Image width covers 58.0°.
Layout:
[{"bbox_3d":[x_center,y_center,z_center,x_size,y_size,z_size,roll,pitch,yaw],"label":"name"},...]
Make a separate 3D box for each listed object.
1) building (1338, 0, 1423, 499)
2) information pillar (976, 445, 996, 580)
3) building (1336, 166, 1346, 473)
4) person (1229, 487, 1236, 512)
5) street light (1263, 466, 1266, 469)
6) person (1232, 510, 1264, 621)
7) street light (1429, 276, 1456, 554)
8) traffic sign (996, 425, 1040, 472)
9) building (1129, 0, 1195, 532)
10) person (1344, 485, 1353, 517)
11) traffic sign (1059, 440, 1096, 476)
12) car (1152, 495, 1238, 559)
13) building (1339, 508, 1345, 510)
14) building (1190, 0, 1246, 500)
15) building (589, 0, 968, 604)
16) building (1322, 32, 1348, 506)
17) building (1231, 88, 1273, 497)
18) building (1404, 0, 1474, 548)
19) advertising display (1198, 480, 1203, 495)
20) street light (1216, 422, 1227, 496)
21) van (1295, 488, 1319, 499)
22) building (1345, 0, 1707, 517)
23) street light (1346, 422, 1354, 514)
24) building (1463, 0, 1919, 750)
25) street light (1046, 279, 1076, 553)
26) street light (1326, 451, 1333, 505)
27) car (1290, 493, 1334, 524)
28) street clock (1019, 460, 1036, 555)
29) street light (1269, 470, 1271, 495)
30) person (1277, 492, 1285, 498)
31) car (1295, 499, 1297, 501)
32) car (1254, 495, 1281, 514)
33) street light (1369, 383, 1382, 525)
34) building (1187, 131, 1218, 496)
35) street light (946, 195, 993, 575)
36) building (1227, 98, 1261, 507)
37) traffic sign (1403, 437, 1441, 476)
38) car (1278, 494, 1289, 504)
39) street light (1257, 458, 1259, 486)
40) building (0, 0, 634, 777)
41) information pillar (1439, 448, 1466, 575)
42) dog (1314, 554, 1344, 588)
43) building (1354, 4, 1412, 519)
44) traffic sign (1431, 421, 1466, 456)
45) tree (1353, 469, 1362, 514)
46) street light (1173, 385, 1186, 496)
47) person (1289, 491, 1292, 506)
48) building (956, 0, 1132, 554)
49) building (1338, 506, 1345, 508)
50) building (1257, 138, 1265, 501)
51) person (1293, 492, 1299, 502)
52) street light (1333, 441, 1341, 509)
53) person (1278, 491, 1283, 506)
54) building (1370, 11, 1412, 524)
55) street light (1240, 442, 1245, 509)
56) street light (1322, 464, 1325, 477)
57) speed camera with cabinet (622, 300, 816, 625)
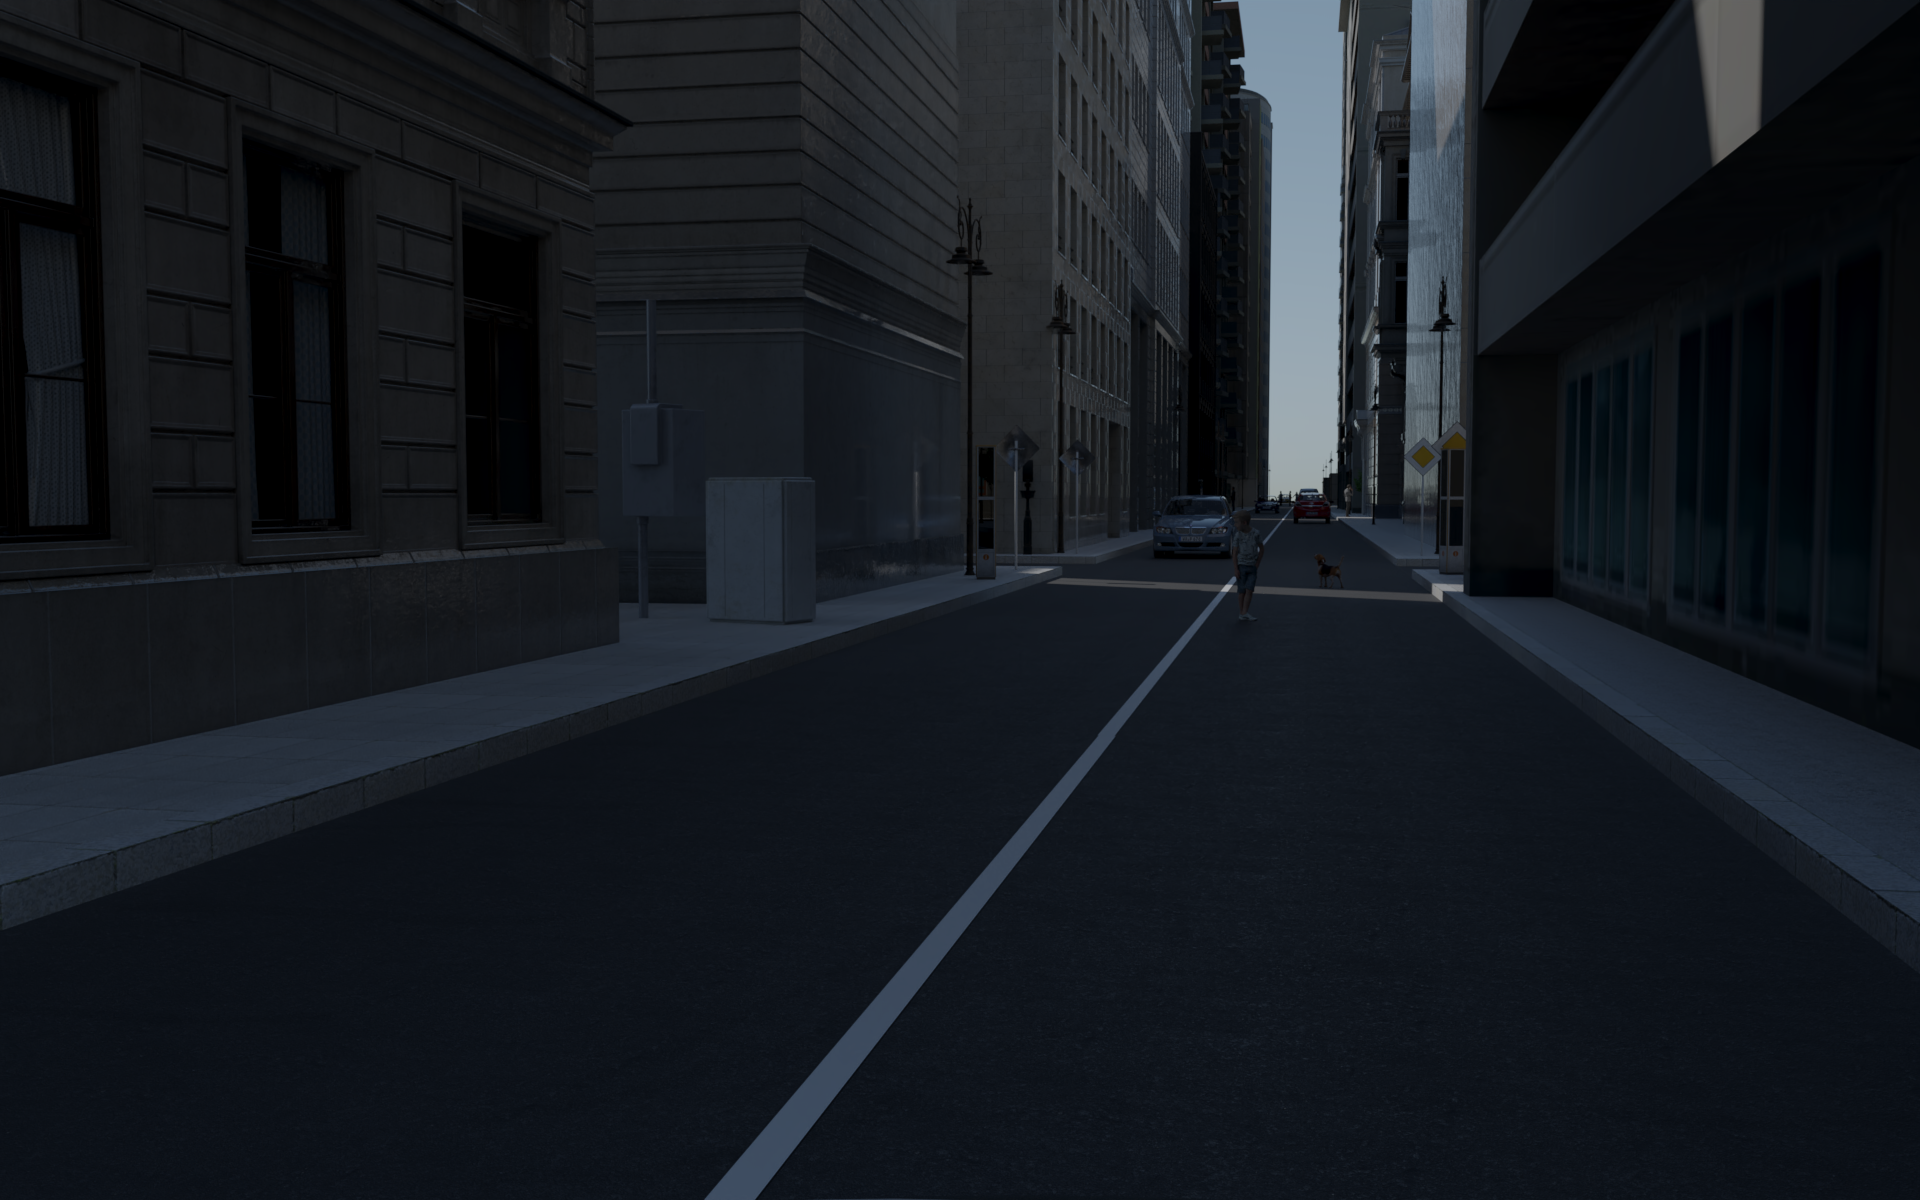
[{"bbox_3d":[51.077,-35.331,166.895,28.713,52.752,27.495,1,4,11],"label":"building"},{"bbox_3d":[0.389,-1.318,26.048,0.304,2.012,0.304,0,4,-1],"label":"information pillar"},{"bbox_3d":[61.072,-37.151,227.030,23.786,49.044,30.456,1,4,11],"label":"building"},{"bbox_3d":[19.585,-7.232,124.313,0.705,1.821,1.348,1,4,21],"label":"person"},{"bbox_3d":[40.471,-15.768,230.586,0.468,5.910,1.993,1,4,11],"label":"street light"},{"bbox_3d":[3.266,-0.396,19.661,0.332,1.250,0.352,3,5,45],"label":"person"},{"bbox_3d":[10.235,-3.920,36.875,0.468,5.910,1.993,1,4,11],"label":"street light"},{"bbox_3d":[0.935,-1.654,29.238,0.795,2.593,0.064,1,4,11],"label":"traffic sign"},{"bbox_3d":[2.800,-17.840,69.178,11.434,29.767,29.804,1,4,11],"label":"building"},{"bbox_3d":[21.654,-5.521,96.493,0.473,1.802,0.592,0,4,7],"label":"person"},{"bbox_3d":[2.490,-2.133,37.071,0.795,2.593,0.064,1,4,11],"label":"traffic sign"},{"bbox_3d":[5.500,-1.720,40.132,2.014,1.417,4.499,1,4,12],"label":"car"},{"bbox_3d":[42.253,-43.081,142.623,20.563,71.187,20.611,1,4,11],"label":"building"},{"bbox_3d":[14.001,-30.606,155.038,22.147,44.769,28.867,1,4,11],"label":"building"},{"bbox_3d":[-9.593,-10.794,25.634,18.267,20.994,9.793,1,4,11],"label":"building"},{"bbox_3d":[63.748,-49.794,252.387,20.563,71.187,20.611,1,4,11],"label":"building"},{"bbox_3d":[33.876,-43.294,249.855,21.231,58.520,28.212,1,4,11],"label":"building"},{"bbox_3d":[28.735,-14.452,40.812,34.151,26.468,19.350,1,4,11],"label":"building"},{"bbox_3d":[10.950,-4.510,78.946,0.123,1.923,0.974,1,4,14],"label":"advertising display"},{"bbox_3d":[17.060,-8.540,112.416,0.468,5.910,1.993,1,4,11],"label":"street light"},{"bbox_3d":[25.418,-7.283,126.086,2.013,2.044,4.112,1,4,13],"label":"van"},{"bbox_3d":[38.699,-30.510,122.542,21.300,48.544,21.600,1,4,11],"label":"building"},{"bbox_3d":[25.152,-8.497,111.714,0.468,5.910,1.993,1,4,11],"label":"street light"},{"bbox_3d":[14.943,-23.546,8.675,21.300,48.544,21.600,1,4,11],"label":"building"},{"bbox_3d":[2.188,-3.956,37.476,0.468,5.910,1.993,1,4,11],"label":"street light"},{"bbox_3d":[39.449,-12.919,184.005,0.468,5.910,1.993,1,4,11],"label":"street light"},{"bbox_3d":[17.415,-4.687,85.668,2.155,1.783,4.494,1,4,11],"label":"car"},{"bbox_3d":[1.431,-1.961,36.626,0.358,2.002,0.471,0,4,2],"label":"street clock"},{"bbox_3d":[47.637,-17.964,266.500,0.468,5.910,1.993,1,4,11],"label":"street light"},{"bbox_3d":[41.198,-13.011,222.049,1.217,1.723,0.721,3,5,44],"label":"person"},{"bbox_3d":[30.977,-8.729,155.299,1.945,1.354,3.894,1,4,12],"label":"car"},{"bbox_3d":[22.899,-7.121,129.009,1.945,1.354,3.894,1,4,12],"label":"car"},{"bbox_3d":[17.371,-6.103,72.579,0.468,5.910,1.993,1,4,11],"label":"street light"},{"bbox_3d":[7.038,-16.044,91.996,12.332,23.373,15.834,1,4,11],"label":"building"},{"bbox_3d":[0.156,-3.327,27.186,0.468,5.910,1.993,1,4,11],"label":"street light"},{"bbox_3d":[22.980,-30.069,175.223,14.154,41.232,14.086,1,4,11],"label":"building"},{"bbox_3d":[9.543,-2.047,35.655,0.795,2.593,0.064,1,4,11],"label":"traffic sign"},{"bbox_3d":[44.874,-14.028,239.577,2.015,1.641,3.980,1,4,11],"label":"car"},{"bbox_3d":[33.428,-13.578,194.795,0.468,5.910,1.993,1,4,11],"label":"street light"},{"bbox_3d":[-9.324,-8.672,6.420,10.561,19.102,19.286,1,4,11],"label":"building"},{"bbox_3d":[7.838,-1.411,27.564,0.304,2.012,0.304,-1,4,-9],"label":"information pillar"},{"bbox_3d":[5.656,-0.444,26.554,0.540,0.507,0.406,2,4,24],"label":"dog"},{"bbox_3d":[29.597,-19.066,97.629,13.634,28.700,20.117,1,4,11],"label":"building"},{"bbox_3d":[7.988,-1.568,27.822,0.795,2.593,0.064,1,4,11],"label":"traffic sign"},{"bbox_3d":[26.734,-7.313,114.171,1.663,3.219,1.824,0,3,0],"label":"tree"},{"bbox_3d":[9.280,-6.141,73.189,0.468,5.910,1.993,1,4,11],"label":"street light"},{"bbox_3d":[39.086,-12.005,204.795,0.705,1.822,1.348,1,4,19],"label":"person"},{"bbox_3d":[-1.505,-11.671,45.574,10.420,20.320,16.860,1,4,11],"label":"building"},{"bbox_3d":[53.860,-46.669,201.284,20.563,71.187,20.611,1,4,11],"label":"building"},{"bbox_3d":[30.368,-34.508,214.315,14.600,45.320,14.200,1,4,11],"label":"building"},{"bbox_3d":[42.576,-12.818,218.800,1.217,1.736,0.721,2,4,33],"label":"person"},{"bbox_3d":[32.293,-10.709,147.877,0.468,5.910,1.993,1,4,11],"label":"street light"},{"bbox_3d":[39.299,-12.466,212.302,0.705,1.826,1.348,-1,4,-11],"label":"person"},{"bbox_3d":[24.350,-15.401,70.889,14.460,24.649,34.723,1,4,11],"label":"building"},{"bbox_3d":[24.286,-10.764,148.781,0.468,5.910,1.993,1,4,11],"label":"street light"},{"bbox_3d":[48.523,-15.710,229.652,0.468,5.910,1.993,1,4,11],"label":"street light"},{"bbox_3d":[-2.455,-1.422,17.578,2.038,3.252,0.660,2,4,29],"label":"speed camera with cabinet"}]
